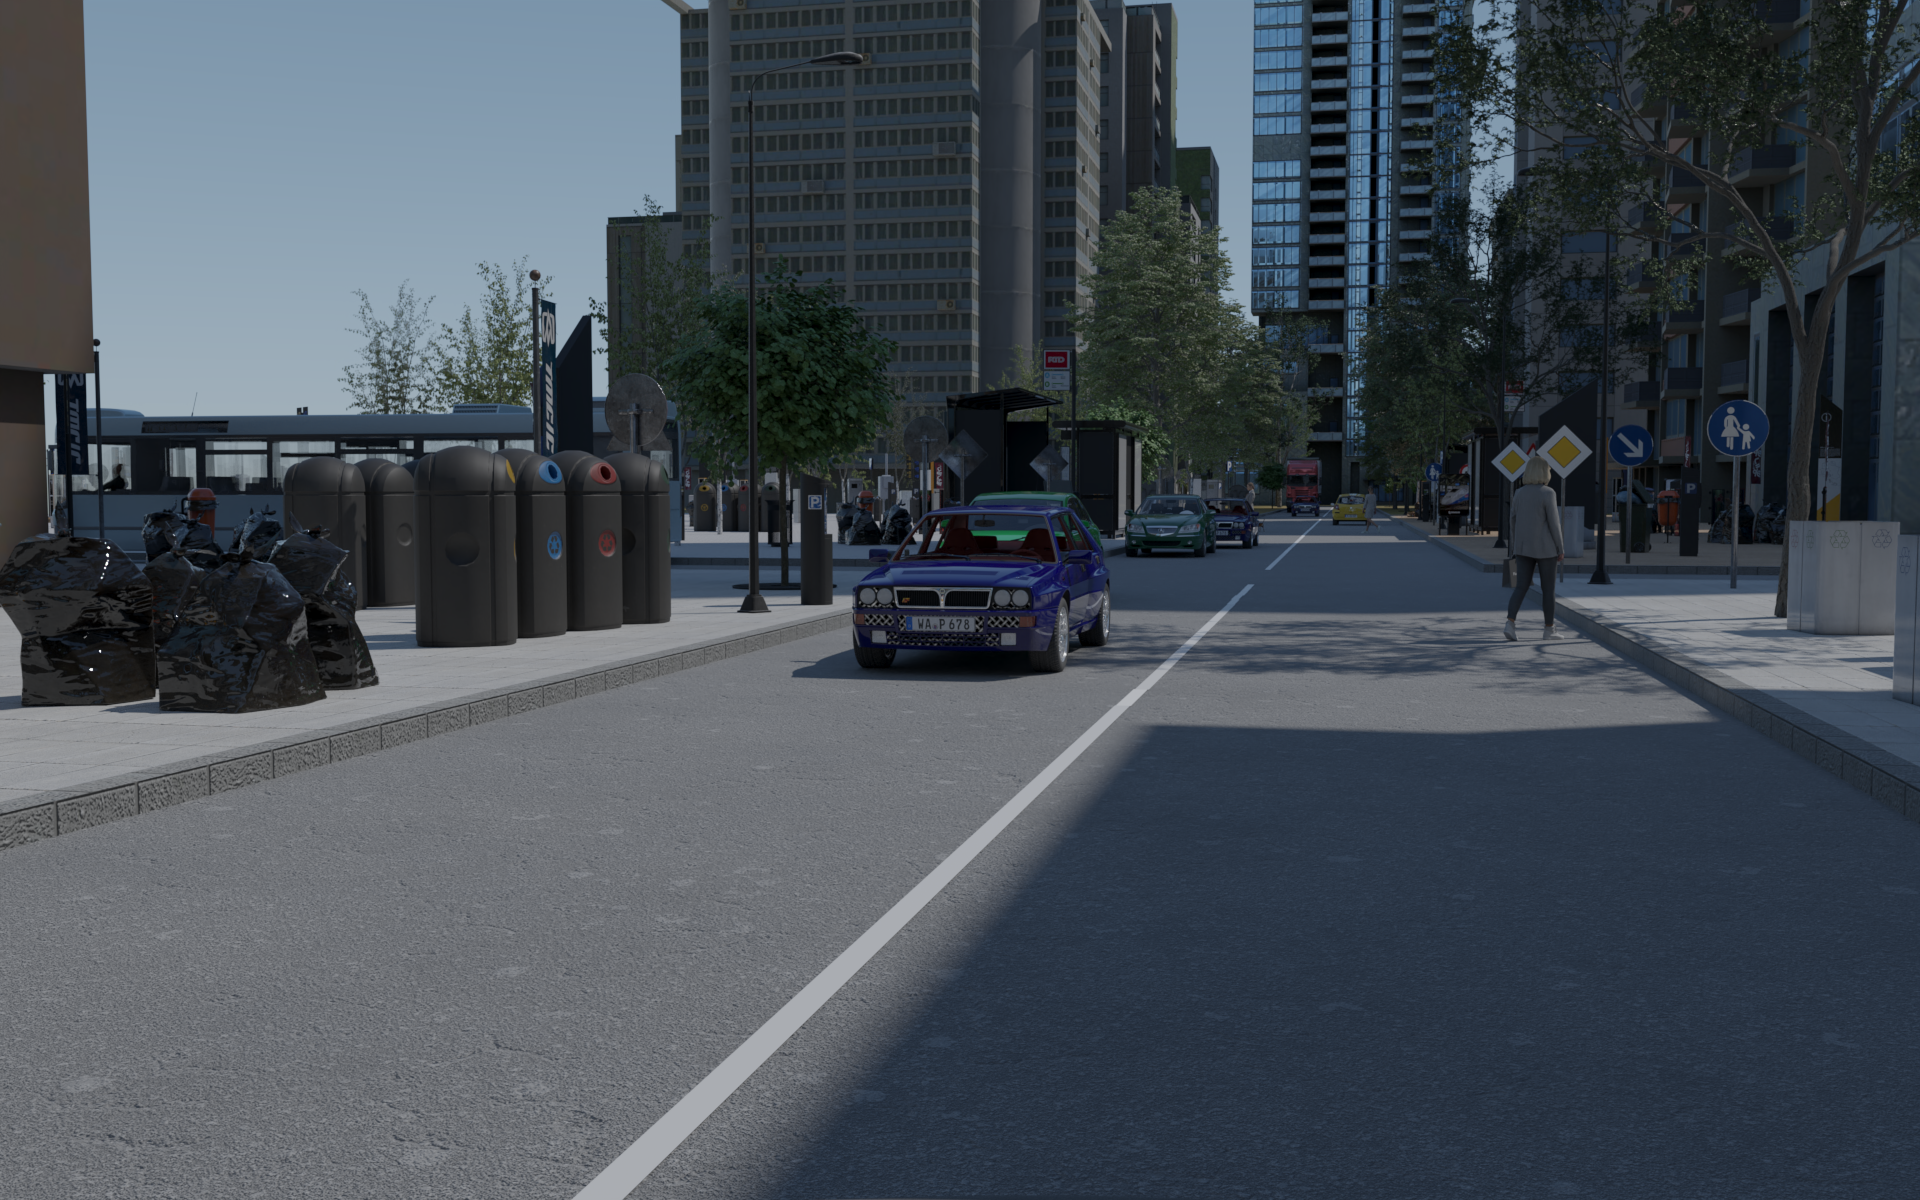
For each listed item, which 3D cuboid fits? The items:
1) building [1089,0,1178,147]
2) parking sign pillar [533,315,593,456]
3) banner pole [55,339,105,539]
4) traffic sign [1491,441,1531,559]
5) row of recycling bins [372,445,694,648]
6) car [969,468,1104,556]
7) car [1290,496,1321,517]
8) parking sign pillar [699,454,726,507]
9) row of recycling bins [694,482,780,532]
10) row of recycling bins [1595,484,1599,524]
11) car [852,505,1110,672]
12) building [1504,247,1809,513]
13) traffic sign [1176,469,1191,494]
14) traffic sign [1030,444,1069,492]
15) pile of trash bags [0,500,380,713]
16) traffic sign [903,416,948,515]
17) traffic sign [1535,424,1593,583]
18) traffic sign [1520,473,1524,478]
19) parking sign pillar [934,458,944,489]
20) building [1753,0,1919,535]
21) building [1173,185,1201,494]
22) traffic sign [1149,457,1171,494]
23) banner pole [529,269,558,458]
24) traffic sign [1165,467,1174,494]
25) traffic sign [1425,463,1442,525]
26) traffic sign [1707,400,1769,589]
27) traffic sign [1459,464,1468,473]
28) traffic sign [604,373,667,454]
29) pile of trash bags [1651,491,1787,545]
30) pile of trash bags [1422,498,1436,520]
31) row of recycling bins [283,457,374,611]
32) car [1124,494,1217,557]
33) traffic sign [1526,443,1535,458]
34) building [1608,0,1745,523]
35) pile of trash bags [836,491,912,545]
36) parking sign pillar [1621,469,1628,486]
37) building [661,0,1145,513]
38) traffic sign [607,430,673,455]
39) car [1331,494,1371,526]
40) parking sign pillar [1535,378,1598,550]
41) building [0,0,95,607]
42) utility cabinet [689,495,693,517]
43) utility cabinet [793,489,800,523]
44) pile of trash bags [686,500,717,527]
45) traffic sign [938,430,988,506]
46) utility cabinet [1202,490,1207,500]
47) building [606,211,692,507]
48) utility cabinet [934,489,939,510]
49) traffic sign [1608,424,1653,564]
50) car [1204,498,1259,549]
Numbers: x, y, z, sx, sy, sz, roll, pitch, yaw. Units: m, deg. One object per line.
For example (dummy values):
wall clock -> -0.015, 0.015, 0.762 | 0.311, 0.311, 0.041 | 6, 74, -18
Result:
building -> 9.948, -28.007, 141.506 | 14.154, 41.232, 14.086 | 1, 4, 13
parking sign pillar -> -5.849, -2.270, 25.583 | 1.447, 3.967, 1.447 | 1, 4, 9
banner pole -> -14.083, -2.314, 27.843 | 0.863, 3.779, 0.401 | -3, 5, -39
traffic sign -> 10.461, -1.786, 32.844 | 0.795, 2.450, 0.064 | 1, 4, 13
row of recycling bins -> -3.818, -0.547, 16.060 | 1.069, 1.692, 3.534 | 1, 4, 19
car -> 0.836, -0.873, 23.068 | 1.959, 1.807, 4.718 | 1, 4, 12
car -> 22.109, -6.005, 110.760 | 1.945, 1.354, 3.894 | 1, 4, 12
parking sign pillar -> -12.068, -5.873, 84.488 | 1.447, 3.967, 1.447 | 0, 4, -7
row of recycling bins -> -7.548, -3.180, 59.112 | 3.534, 1.692, 1.069 | 2, 4, 25
row of recycling bins -> 25.952, -4.112, 74.342 | 3.534, 1.692, 1.069 | 0, 4, -6
car -> 0.275, -0.166, 15.287 | 1.945, 1.354, 3.894 | 1, 4, 13
building -> 58.237, -51.265, 150.857 | 22.319, 86.520, 31.000 | 1, 4, 13
traffic sign -> 11.209, -5.322, 87.116 | 0.768, 2.556, 0.104 | 1, 4, 18
traffic sign -> 1.785, -1.906, 34.798 | 0.795, 2.450, 0.064 | 1, 4, 13
pile of trash bags -> -5.526, -0.096, 11.317 | 3.447, 1.369, 1.912 | 1, 4, 17
traffic sign -> -0.571, -1.719, 28.208 | 0.768, 2.556, 0.104 | 1, 4, 17
traffic sign -> 8.717, -1.309, 25.051 | 0.795, 2.450, 0.064 | 1, 4, 13
traffic sign -> 20.044, -3.829, 62.714 | 0.768, 2.556, 0.104 | 1, 4, 22
parking sign pillar -> -1.473, -6.938, 101.914 | 1.447, 3.967, 1.447 | 0, 4, -6
building -> 37.988, -44.664, 42.924 | 31.000, 86.520, 22.319 | 1, 4, 13
building -> 16.369, -24.412, 170.842 | 14.107, 30.474, 14.160 | 1, 4, 13
traffic sign -> 6.835, -3.617, 59.251 | 0.768, 2.556, 0.104 | 1, 4, 18
banner pole -> -4.707, -1.812, 19.644 | 0.401, 3.779, 0.863 | 0, 4, 8
traffic sign -> 8.789, -4.542, 74.359 | 0.768, 2.556, 0.104 | 1, 4, 20
traffic sign -> 19.356, -4.315, 70.651 | 0.768, 2.556, 0.104 | 1, 4, 13
traffic sign -> 10.514, -1.429, 23.466 | 0.768, 2.556, 0.104 | 1, 4, 21
traffic sign -> 21.399, -4.451, 72.881 | 0.768, 2.556, 0.104 | 1, 4, 19
traffic sign -> -3.443, -1.114, 18.320 | 0.768, 2.556, 0.104 | 1, 4, 22
pile of trash bags -> 19.896, -2.154, 44.963 | 3.447, 1.369, 1.912 | 1, 4, 20
pile of trash bags -> 24.375, -4.741, 87.275 | 1.912, 1.369, 3.447 | 2, 4, 25
row of recycling bins -> -6.623, -0.815, 20.436 | 1.069, 1.692, 3.534 | 1, 4, 15
car -> 5.013, -1.777, 40.859 | 2.131, 1.459, 4.920 | 1, 4, 13
traffic sign -> 14.596, -2.702, 44.174 | 0.884, 2.594, 0.081 | 1, 4, 19
building -> 44.183, -26.129, 81.831 | 22.147, 44.769, 28.867 | 1, 4, 13
pile of trash bags -> -2.276, -2.147, 44.858 | 1.912, 1.369, 3.447 | -1, 4, -11
parking sign pillar -> 39.202, -6.872, 100.825 | 1.447, 3.967, 1.447 | 1, 4, 9
building -> -2.996, -26.471, 124.687 | 32.217, 40.220, 23.993 | 1, 4, 13
traffic sign -> -3.956, -1.306, 21.353 | 0.884, 2.594, 0.081 | 1, 4, 15
car -> 18.181, -4.284, 80.267 | 2.015, 1.641, 3.980 | 1, 4, 14
parking sign pillar -> 14.128, -3.178, 40.426 | 1.447, 3.967, 1.447 | 0, 4, 6
building -> -18.651, -22.260, 14.054 | 14.200, 45.320, 14.600 | 1, 4, 13
utility cabinet -> -14.487, -5.185, 95.929 | 1.020, 1.237, 0.306 | 0, 4, 1
utility cabinet -> -7.111, -4.156, 76.626 | 0.318, 1.500, 1.173 | -1, 4, -16
pile of trash bags -> -10.264, -3.611, 68.790 | 3.447, 1.369, 1.912 | 2, 4, 30
traffic sign -> 0.041, -1.429, 27.005 | 0.795, 2.450, 0.064 | 1, 4, 13
utility cabinet -> 14.891, -5.921, 105.490 | 0.318, 1.500, 1.173 | 1, 4, 12
building -> -27.534, -25.019, 180.758 | 14.107, 30.474, 14.160 | 1, 4, 13
utility cabinet -> -0.702, -4.031, 74.580 | 1.173, 1.500, 0.318 | -1, 4, -21
traffic sign -> 12.299, -1.939, 31.814 | 0.768, 2.556, 0.104 | 1, 4, 22
car -> 7.103, -2.086, 46.687 | 1.945, 1.354, 3.894 | 1, 4, 13
